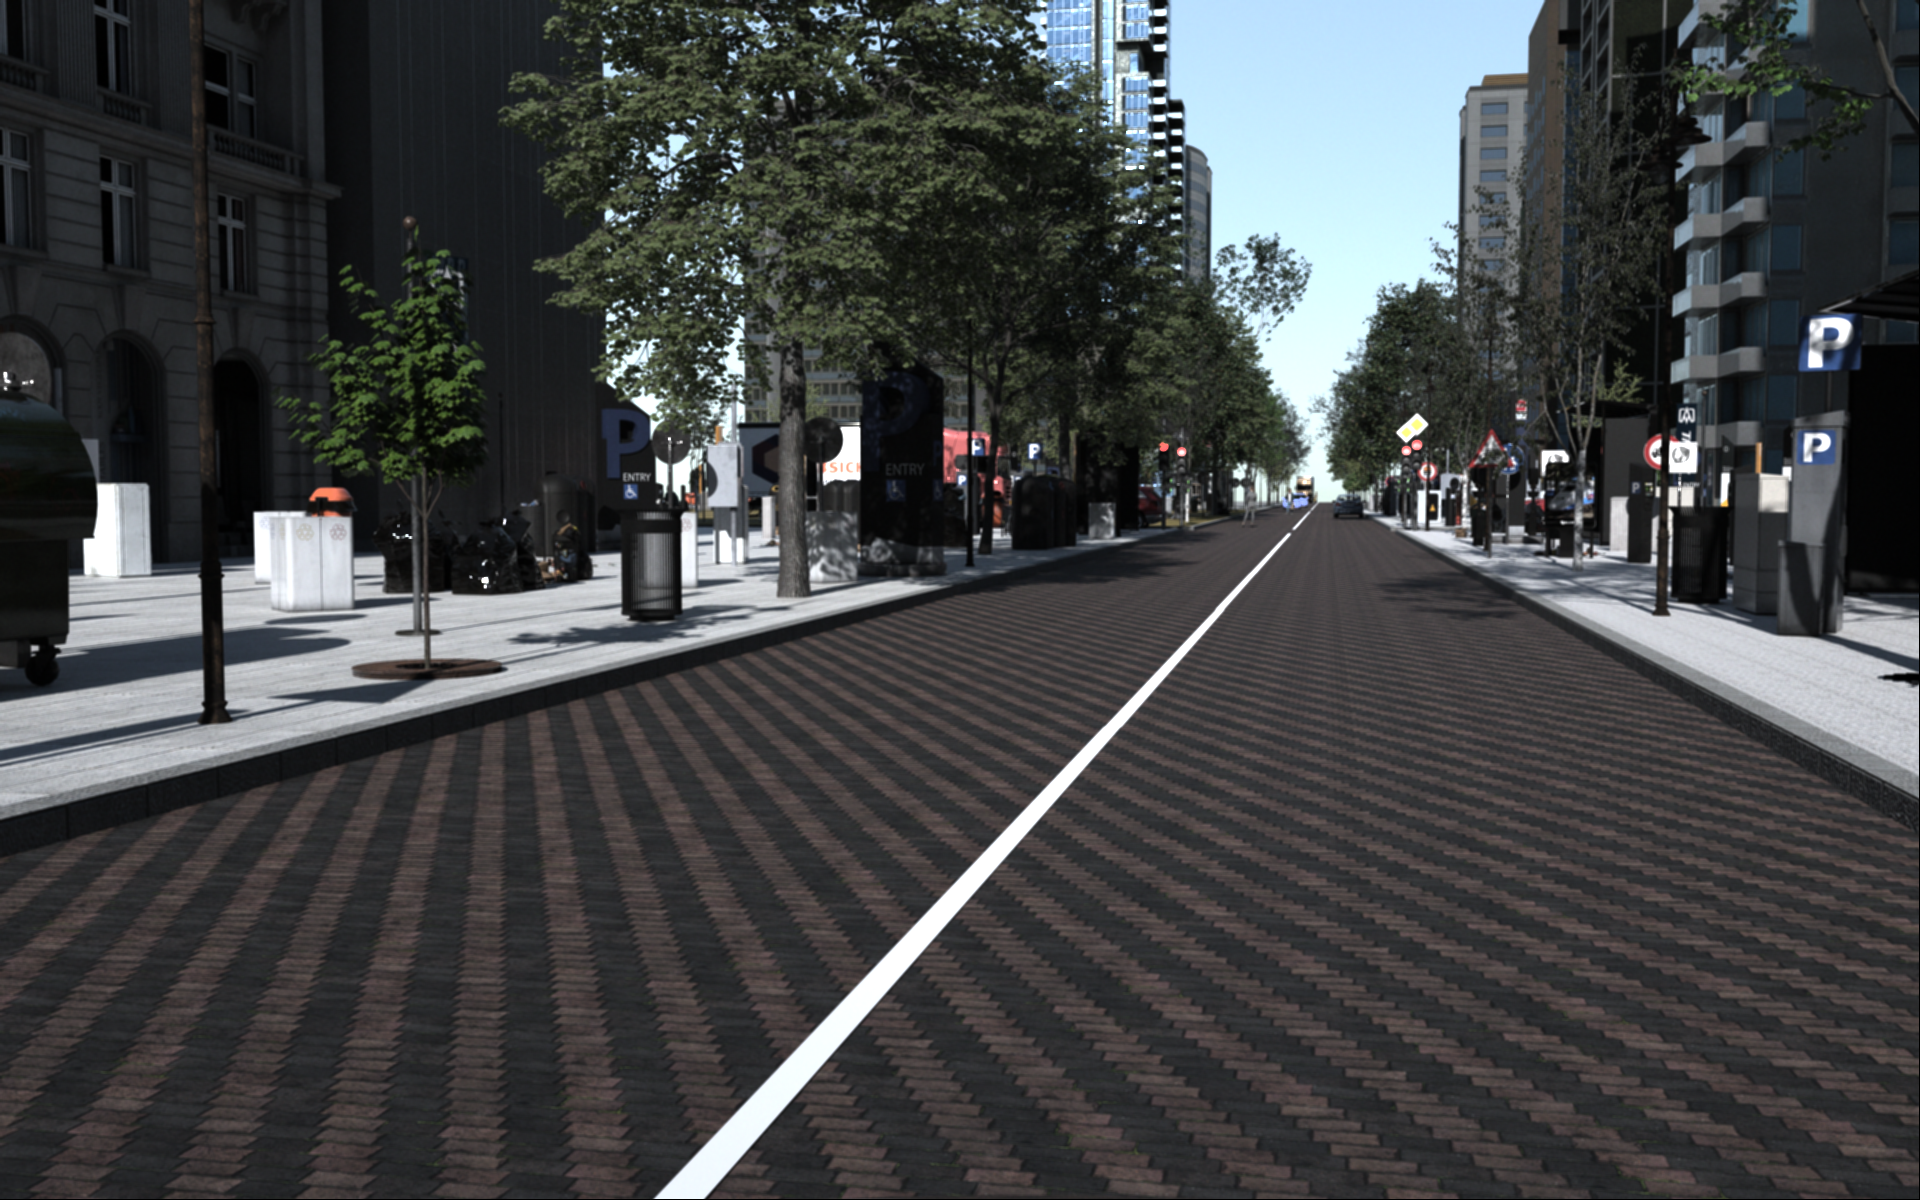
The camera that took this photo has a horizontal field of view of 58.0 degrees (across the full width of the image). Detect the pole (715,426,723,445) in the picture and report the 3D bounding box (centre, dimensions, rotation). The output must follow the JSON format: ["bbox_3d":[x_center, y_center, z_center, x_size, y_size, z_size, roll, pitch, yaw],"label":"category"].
[{"bbox_3d":[-7.212,-3.551,51.908,0.158,3.312,0.155,0,3,0],"label":"pole"}]

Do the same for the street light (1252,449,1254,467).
[{"bbox_3d":[24.462,-10.538,145.090,0.468,5.910,1.993,1,4,12],"label":"street light"}]

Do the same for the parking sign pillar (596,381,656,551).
[{"bbox_3d":[-7.682,-3.145,39.890,1.447,3.967,1.447,-2,4,-35],"label":"parking sign pillar"}]

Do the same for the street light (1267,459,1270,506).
[{"bbox_3d":[33.306,-13.113,187.192,0.468,5.910,1.993,1,4,12],"label":"street light"}]

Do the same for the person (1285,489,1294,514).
[{"bbox_3d":[23.304,-6.950,122.113,0.794,1.824,0.713,3,4,36],"label":"person"}]

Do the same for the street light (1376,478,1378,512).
[{"bbox_3d":[29.006,-9.031,120.445,0.468,5.910,1.993,1,4,12],"label":"street light"}]

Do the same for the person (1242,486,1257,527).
[{"bbox_3d":[12.537,-4.051,75.014,0.520,1.790,0.573,-2,4,-28],"label":"person"}]

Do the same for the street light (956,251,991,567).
[{"bbox_3d":[0.176,-3.532,30.530,0.468,5.910,1.993,1,4,12],"label":"street light"}]

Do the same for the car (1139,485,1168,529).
[{"bbox_3d":[5.346,-3.562,66.914,5.304,1.827,2.281,1,4,13],"label":"car"}]

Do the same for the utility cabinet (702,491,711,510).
[{"bbox_3d":[-20.119,-7.854,137.096,0.318,1.500,1.173,3,5,45],"label":"utility cabinet"}]

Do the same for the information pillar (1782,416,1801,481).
[{"bbox_3d":[25.111,-3.728,52.305,0.183,3.616,0.504,-3,5,-42],"label":"information pillar"}]

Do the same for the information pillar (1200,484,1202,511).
[{"bbox_3d":[18.252,-7.810,132.186,0.304,2.012,0.304,-3,5,-43],"label":"information pillar"}]

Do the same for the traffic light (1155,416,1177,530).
[{"bbox_3d":[7.325,-4.472,62.045,0.839,4.253,0.868,1,4,12],"label":"traffic light"}]

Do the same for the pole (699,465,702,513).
[{"bbox_3d":[-18.045,-7.740,120.398,0.158,3.312,0.155,0,3,0],"label":"pole"}]

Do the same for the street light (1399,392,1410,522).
[{"bbox_3d":[20.180,-6.481,78.754,0.468,5.910,1.993,1,4,12],"label":"street light"}]

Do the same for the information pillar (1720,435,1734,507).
[{"bbox_3d":[30.334,-4.719,68.509,0.504,3.616,0.183,0,4,-3],"label":"information pillar"}]

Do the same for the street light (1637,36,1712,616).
[{"bbox_3d":[7.411,-2.773,18.122,0.468,5.910,1.993,1,4,12],"label":"street light"}]

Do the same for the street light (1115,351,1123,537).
[{"bbox_3d":[4.740,-4.823,51.640,0.468,5.910,1.993,1,4,12],"label":"street light"}]

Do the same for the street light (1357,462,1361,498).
[{"bbox_3d":[40.334,-12.318,174.183,0.468,5.910,1.993,1,4,12],"label":"street light"}]

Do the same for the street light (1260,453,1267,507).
[{"bbox_3d":[28.873,-11.828,166.179,0.468,5.910,1.993,1,4,12],"label":"street light"}]

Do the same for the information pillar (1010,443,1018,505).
[{"bbox_3d":[2.373,-5.294,77.911,0.504,3.616,0.183,1,4,18],"label":"information pillar"}]

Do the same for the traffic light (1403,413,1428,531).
[{"bbox_3d":[15.852,-4.364,60.266,0.839,4.253,0.868,1,4,12],"label":"traffic light"}]

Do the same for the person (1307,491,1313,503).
[{"bbox_3d":[53.280,-15.649,263.999,1.348,1.869,0.705,-1,4,-13],"label":"person"}]

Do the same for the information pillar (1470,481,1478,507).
[{"bbox_3d":[28.836,-6.466,97.070,0.183,3.616,0.504,-3,4,-38],"label":"information pillar"}]

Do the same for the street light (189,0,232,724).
[{"bbox_3d":[-4.189,-2.249,9.561,0.468,5.910,1.993,1,4,12],"label":"street light"}]

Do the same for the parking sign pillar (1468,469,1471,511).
[{"bbox_3d":[39.171,-8.749,131.513,1.447,3.967,1.447,3,5,41],"label":"parking sign pillar"}]

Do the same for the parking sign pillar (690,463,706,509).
[{"bbox_3d":[-22.399,-9.758,148.021,1.447,3.967,1.447,1,4,18],"label":"parking sign pillar"}]

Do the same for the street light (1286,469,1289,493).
[{"bbox_3d":[50.648,-18.105,268.800,0.468,5.910,1.993,1,4,12],"label":"street light"}]

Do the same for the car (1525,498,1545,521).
[{"bbox_3d":[22.606,-3.331,63.128,5.304,1.827,2.281,1,4,10],"label":"car"}]

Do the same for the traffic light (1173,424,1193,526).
[{"bbox_3d":[8.976,-4.950,69.858,0.839,4.253,0.868,1,4,12],"label":"traffic light"}]

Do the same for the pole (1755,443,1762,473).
[{"bbox_3d":[31.623,-4.575,68.643,0.158,3.312,0.155,0,3,0],"label":"pole"}]

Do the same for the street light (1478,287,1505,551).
[{"bbox_3d":[11.867,-4.040,38.839,0.468,5.910,1.993,1,4,12],"label":"street light"}]

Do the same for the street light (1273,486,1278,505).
[{"bbox_3d":[37.682,-14.382,207.925,0.468,5.910,1.993,1,4,12],"label":"street light"}]

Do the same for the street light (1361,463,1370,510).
[{"bbox_3d":[35.878,-11.015,152.881,0.468,5.910,1.993,1,4,12],"label":"street light"}]

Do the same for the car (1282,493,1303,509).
[{"bbox_3d":[31.454,-9.444,163.994,1.945,1.707,3.694,1,4,11],"label":"car"}]

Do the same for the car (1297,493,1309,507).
[{"bbox_3d":[36.762,-10.874,187.375,1.945,1.707,3.694,1,4,11],"label":"car"}]

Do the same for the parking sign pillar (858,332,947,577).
[{"bbox_3d":[-0.925,-2.384,27.457,1.447,3.967,1.447,2,4,26],"label":"parking sign pillar"}]

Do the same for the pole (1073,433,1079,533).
[{"bbox_3d":[3.859,-3.897,57.553,0.158,3.312,0.155,0,3,0],"label":"pole"}]

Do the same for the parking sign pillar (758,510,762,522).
[{"bbox_3d":[-8.475,-5.526,78.830,1.447,3.967,1.447,0,4,5],"label":"parking sign pillar"}]

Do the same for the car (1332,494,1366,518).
[{"bbox_3d":[23.621,-5.702,105.232,2.014,1.417,4.499,1,4,13],"label":"car"}]

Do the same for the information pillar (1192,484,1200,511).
[{"bbox_3d":[17.242,-7.512,127.308,0.304,2.012,0.304,1,4,16],"label":"information pillar"}]

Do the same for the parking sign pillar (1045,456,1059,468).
[{"bbox_3d":[6.786,-8.290,124.018,1.447,3.967,1.447,0,4,-8],"label":"parking sign pillar"}]

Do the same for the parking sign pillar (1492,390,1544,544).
[{"bbox_3d":[14.585,-3.480,45.374,1.447,3.967,1.447,1,4,16],"label":"parking sign pillar"}]

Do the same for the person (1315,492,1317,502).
[{"bbox_3d":[61.194,-17.682,297.611,0.705,1.823,1.348,0,4,2],"label":"person"}]

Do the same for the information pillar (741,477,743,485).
[{"bbox_3d":[-8.081,-3.574,62.921,0.304,2.012,0.304,1,4,20],"label":"information pillar"}]

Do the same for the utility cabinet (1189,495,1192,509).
[{"bbox_3d":[18.787,-7.962,141.338,0.306,1.237,1.020,2,4,29],"label":"utility cabinet"}]

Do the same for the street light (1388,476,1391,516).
[{"bbox_3d":[24.703,-7.756,99.591,0.468,5.910,1.993,1,4,12],"label":"street light"}]

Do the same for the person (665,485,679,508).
[{"bbox_3d":[-12.063,-3.875,71.834,0.794,1.824,0.713,-2,4,-27],"label":"person"}]

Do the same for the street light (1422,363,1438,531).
[{"bbox_3d":[16.196,-5.323,59.823,0.468,5.910,1.993,1,4,12],"label":"street light"}]

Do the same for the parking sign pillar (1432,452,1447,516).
[{"bbox_3d":[28.090,-6.967,102.389,1.447,3.967,1.447,0,4,-3],"label":"parking sign pillar"}]

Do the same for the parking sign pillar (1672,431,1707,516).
[{"bbox_3d":[30.931,-5.198,73.464,1.447,3.967,1.447,3,5,41],"label":"parking sign pillar"}]

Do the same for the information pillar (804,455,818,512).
[{"bbox_3d":[-2.757,-1.629,31.132,0.304,2.012,0.304,-3,5,-43],"label":"information pillar"}]

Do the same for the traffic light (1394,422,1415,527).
[{"bbox_3d":[17.503,-4.842,68.080,0.839,4.253,0.868,1,4,12],"label":"traffic light"}]

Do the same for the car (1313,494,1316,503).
[{"bbox_3d":[58.469,-17.024,288.570,2.015,1.641,3.980,1,4,14],"label":"car"}]
